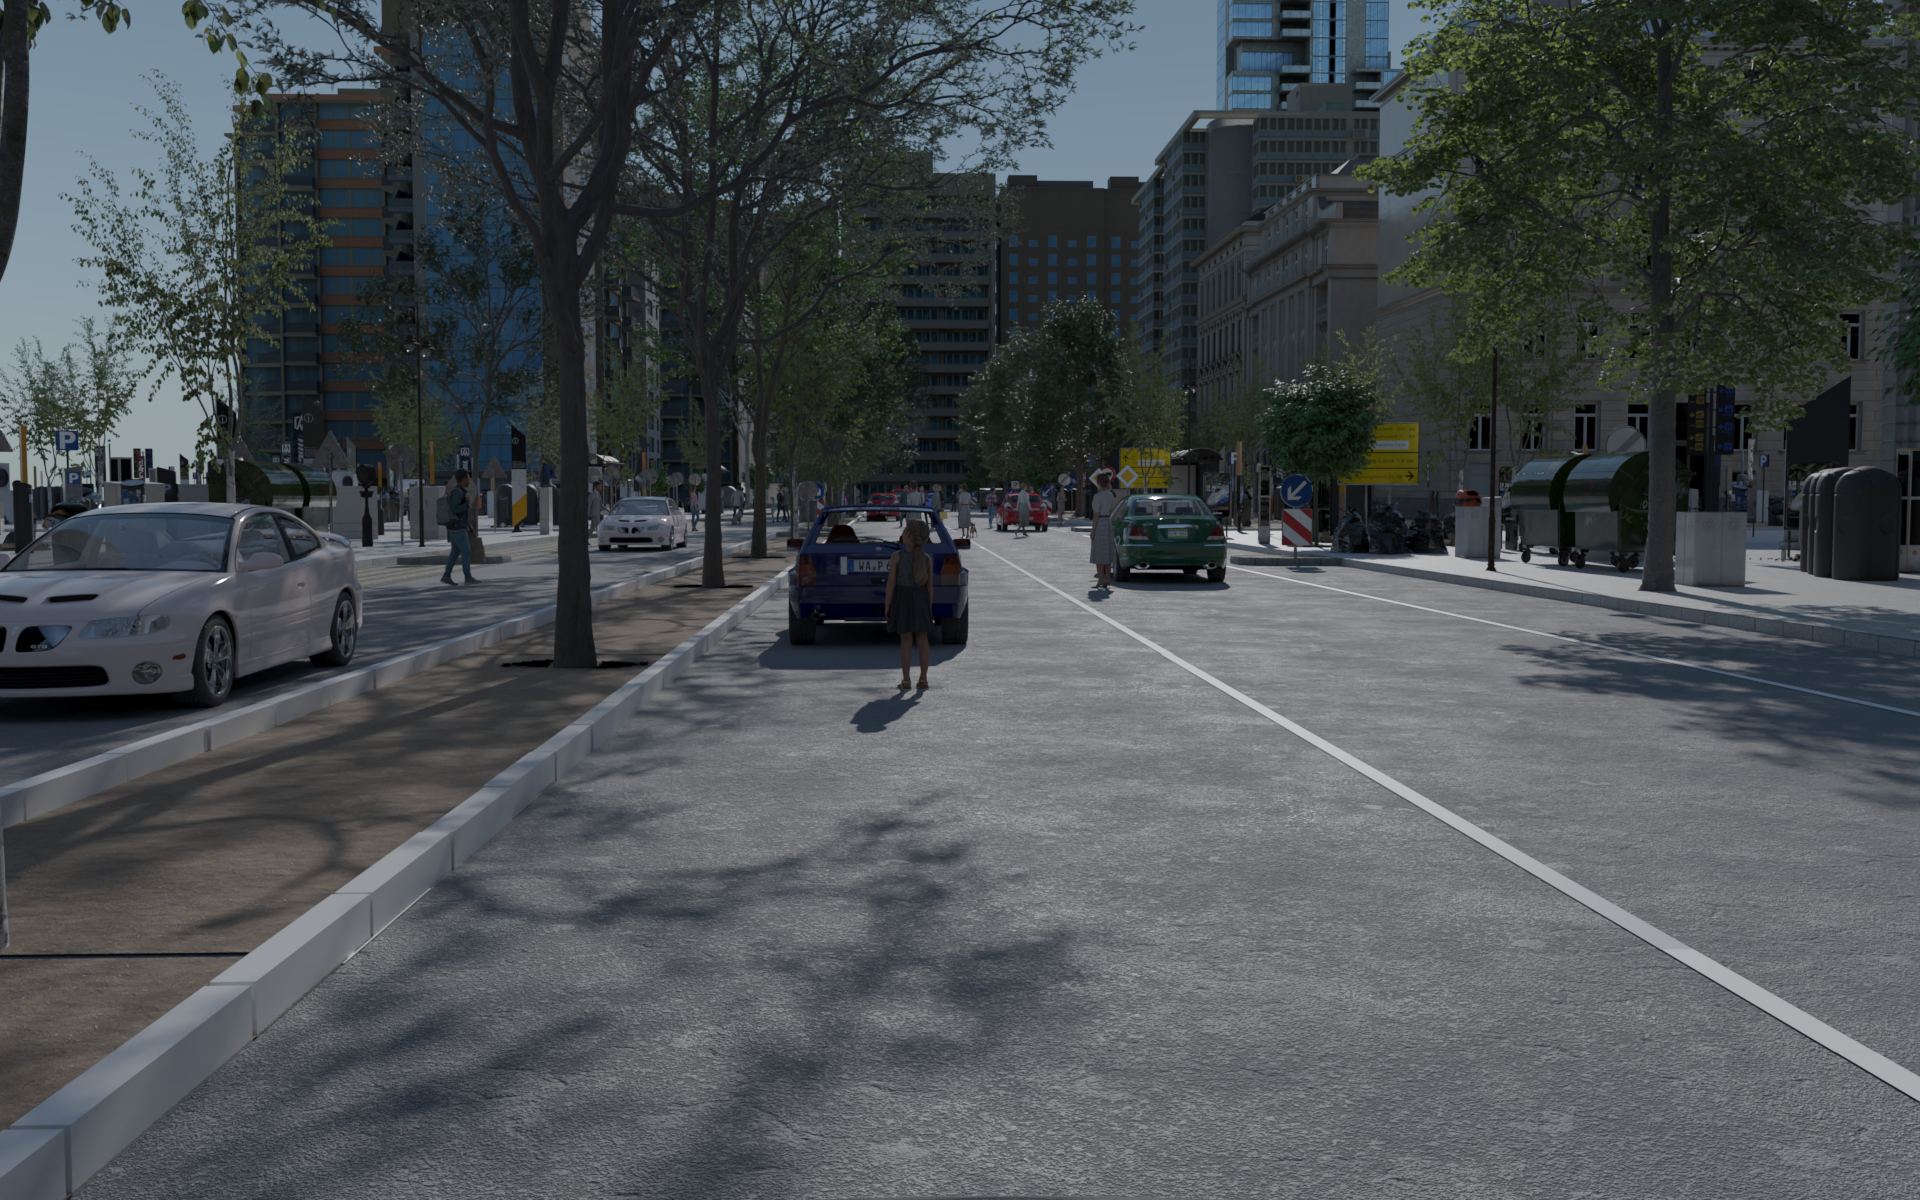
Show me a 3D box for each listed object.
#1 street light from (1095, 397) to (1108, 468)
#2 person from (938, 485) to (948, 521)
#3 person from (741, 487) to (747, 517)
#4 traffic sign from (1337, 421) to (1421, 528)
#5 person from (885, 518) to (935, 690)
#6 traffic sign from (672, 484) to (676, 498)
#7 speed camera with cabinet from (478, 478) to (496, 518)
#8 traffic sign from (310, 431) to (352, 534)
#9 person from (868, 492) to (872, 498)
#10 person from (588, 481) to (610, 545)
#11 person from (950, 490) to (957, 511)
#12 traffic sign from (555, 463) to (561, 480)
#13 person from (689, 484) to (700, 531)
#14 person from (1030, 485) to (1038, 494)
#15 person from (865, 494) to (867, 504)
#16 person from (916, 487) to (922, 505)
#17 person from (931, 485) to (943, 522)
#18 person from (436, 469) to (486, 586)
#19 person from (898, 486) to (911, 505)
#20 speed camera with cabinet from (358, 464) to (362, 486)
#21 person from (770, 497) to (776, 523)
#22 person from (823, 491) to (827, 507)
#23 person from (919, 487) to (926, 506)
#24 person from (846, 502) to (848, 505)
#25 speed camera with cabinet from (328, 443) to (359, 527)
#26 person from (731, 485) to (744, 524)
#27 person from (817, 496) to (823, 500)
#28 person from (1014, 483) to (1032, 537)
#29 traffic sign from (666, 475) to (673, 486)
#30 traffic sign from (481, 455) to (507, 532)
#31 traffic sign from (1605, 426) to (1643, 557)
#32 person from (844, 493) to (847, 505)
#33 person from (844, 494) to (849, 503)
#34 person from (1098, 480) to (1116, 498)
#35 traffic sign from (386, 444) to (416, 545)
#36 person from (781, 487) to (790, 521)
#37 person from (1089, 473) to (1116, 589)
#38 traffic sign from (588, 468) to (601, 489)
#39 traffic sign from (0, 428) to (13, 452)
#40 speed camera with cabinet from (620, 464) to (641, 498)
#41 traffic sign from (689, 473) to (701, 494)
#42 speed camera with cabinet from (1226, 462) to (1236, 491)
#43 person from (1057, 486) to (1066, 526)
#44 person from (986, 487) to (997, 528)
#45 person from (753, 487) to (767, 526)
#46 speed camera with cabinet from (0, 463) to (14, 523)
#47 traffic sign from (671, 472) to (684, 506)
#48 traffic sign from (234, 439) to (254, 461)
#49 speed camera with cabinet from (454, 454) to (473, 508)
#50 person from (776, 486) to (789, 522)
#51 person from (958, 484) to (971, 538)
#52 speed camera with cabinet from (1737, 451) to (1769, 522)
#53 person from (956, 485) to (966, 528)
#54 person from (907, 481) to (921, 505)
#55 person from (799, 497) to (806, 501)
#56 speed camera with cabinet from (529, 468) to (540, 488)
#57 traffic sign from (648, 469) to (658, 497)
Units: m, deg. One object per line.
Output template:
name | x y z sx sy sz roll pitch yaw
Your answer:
street light | 6.672 -6.654 81.587 0.468 5.910 1.993 0 4 -2
person | -0.843 -3.747 69.988 0.699 1.804 1.509 0 4 -1
person | -13.325 -5.953 105.606 0.659 1.850 0.755 0 4 -2
traffic sign | 11.761 -3.354 48.707 2.265 3.308 0.079 0 4 6
person | -0.372 0.028 12.708 0.362 1.253 0.373 -1 4 -16
traffic sign | -20.642 -7.638 124.988 0.768 2.556 0.104 0 4 0
speed camera with cabinet | -25.904 -6.139 94.716 2.038 3.252 0.660 -1 4 -16
traffic sign | -12.928 -2.176 35.582 0.884 2.594 0.081 0 4 5
person | -10.201 -11.398 196.325 0.415 1.643 0.593 -2 4 -31
person | -10.110 -2.402 48.054 0.850 1.792 0.678 1 4 9
person | -0.491 -8.157 142.673 0.445 1.727 0.742 2 4 26
traffic sign | -16.049 -4.286 70.179 0.768 2.556 0.104 0 4 7
person | -10.224 -3.559 66.704 0.388 1.821 0.555 -2 4 -31
person | 3.450 -4.518 82.149 0.659 1.850 0.755 2 4 26
person | -10.196 -10.776 187.953 0.557 1.426 1.065 1 4 9
person | -1.790 -3.813 71.242 0.661 1.777 0.834 -3 4 -36
person | -0.914 -3.578 67.177 0.728 1.800 0.709 0 4 2
person | -7.731 -1.124 26.865 0.713 1.824 0.794 0 4 1
person | -2.389 -4.071 75.239 0.661 1.801 0.590 -1 4 -15
speed camera with cabinet | -39.992 -7.267 113.146 2.038 3.252 0.660 -1 4 -16
person | -9.291 -4.469 85.849 0.425 1.301 0.394 3 4 36
person | -14.769 -11.202 192.472 1.217 1.723 0.721 2 4 27
person | -1.737 -4.408 80.971 0.834 1.777 0.661 3 5 42
person | -8.518 -7.745 135.112 0.713 1.824 0.794 2 4 26
speed camera with cabinet | -24.406 -4.445 67.015 0.660 3.252 2.038 2 4 25
person | -10.614 -4.541 82.598 0.661 1.843 0.795 1 4 14
person | -10.844 -7.777 135.429 0.755 1.850 0.659 -2 4 -24
person | 2.091 -3.029 58.246 0.641 1.798 0.478 -1 4 -23
traffic sign | -17.340 -6.240 103.215 0.795 2.450 0.064 0 4 0
traffic sign | -15.551 -3.537 57.835 0.884 2.594 0.081 0 4 2
traffic sign | 12.431 -1.978 32.445 0.768 2.556 0.104 0 4 1
person | -10.650 -9.138 157.845 1.348 1.831 0.705 -1 4 -17
person | -9.592 -8.343 148.137 0.991 1.433 0.599 -1 4 -19
person | 4.694 -2.921 55.622 0.648 1.900 0.474 -3 5 -41
traffic sign | -14.171 -2.681 43.937 0.768 2.556 0.104 0 4 1
person | -9.167 -5.013 90.641 0.526 1.800 0.537 -1 4 -13
person | 2.114 -1.058 26.371 0.524 1.755 0.480 3 5 42
traffic sign | -17.854 -5.148 84.280 0.768 2.556 0.104 0 4 -1
traffic sign | -12.424 -1.343 21.958 0.884 2.594 0.081 0 4 6
speed camera with cabinet | -21.578 -7.289 113.511 0.660 3.252 2.038 1 4 16
traffic sign | -16.293 -6.503 106.429 0.768 2.556 0.104 0 4 3
speed camera with cabinet | 17.339 -7.249 112.850 0.660 3.252 2.038 1 4 19
person | 4.526 -4.170 77.015 0.599 1.781 0.374 -3 5 -44
person | 1.321 -3.901 73.121 0.563 1.720 0.643 3 5 44
person | -8.894 -4.177 76.978 0.592 1.802 0.473 -1 4 -15
speed camera with cabinet | -41.978 -5.004 76.158 0.660 3.252 2.038 0 4 7
traffic sign | -16.444 -6.151 100.679 0.768 2.556 0.104 0 4 3
traffic sign | -16.825 -2.481 40.560 0.884 2.594 0.081 0 4 3
speed camera with cabinet | -25.057 -5.572 85.441 0.660 3.252 2.038 2 4 25
person | -8.993 -4.860 87.733 0.755 1.850 0.659 2 4 33
person | 0.124 -2.874 56.055 0.480 1.755 0.524 -2 4 -34
speed camera with cabinet | 36.325 -5.201 79.366 0.660 3.252 2.038 0 4 -1
person | 0.094 -3.903 72.493 0.473 1.802 0.592 2 4 33
person | -1.183 -2.043 42.465 0.524 1.755 0.480 3 5 44
person | -9.409 -5.790 104.174 0.522 1.701 0.512 1 4 13
speed camera with cabinet | -32.786 -8.412 131.874 0.660 3.252 2.038 1 4 20
traffic sign | -15.753 -5.381 88.085 0.768 2.556 0.104 0 4 5
